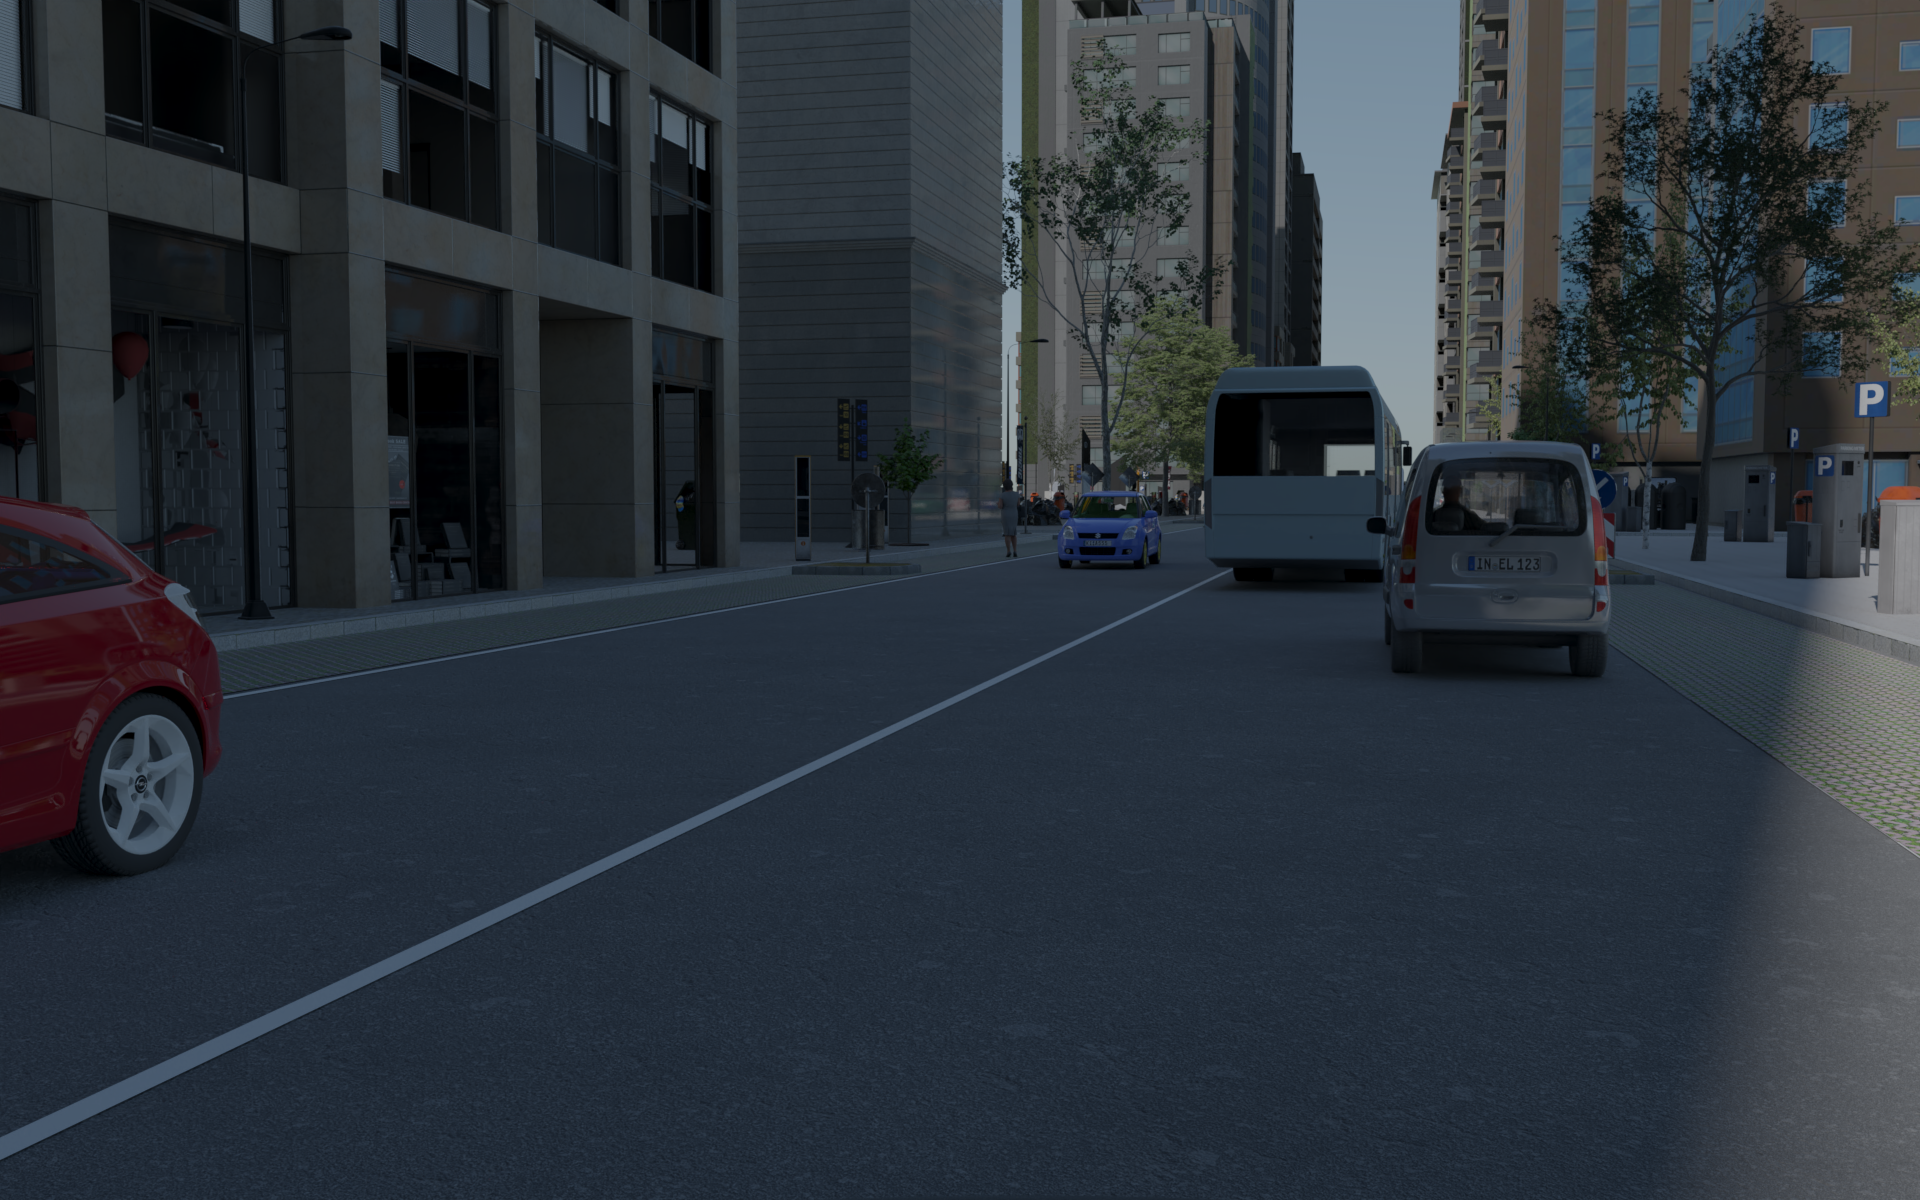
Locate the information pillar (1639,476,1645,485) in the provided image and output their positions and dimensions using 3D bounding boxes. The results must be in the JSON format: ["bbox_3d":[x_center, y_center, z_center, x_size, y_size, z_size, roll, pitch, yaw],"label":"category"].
[{"bbox_3d":[27.333,-3.956,69.174,0.304,2.012,0.304,-1,4,-19],"label":"information pillar"}]

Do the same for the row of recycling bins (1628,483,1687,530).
[{"bbox_3d":[24.401,-3.402,62.731,3.534,1.692,1.069,1,4,21],"label":"row of recycling bins"}]

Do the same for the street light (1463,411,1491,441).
[{"bbox_3d":[29.170,-7.626,97.223,1.470,5.913,1.316,1,4,14],"label":"street light"}]

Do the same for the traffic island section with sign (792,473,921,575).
[{"bbox_3d":[-1.780,-1.386,31.290,1.989,1.847,2.006,1,4,14],"label":"traffic island section with sign"}]

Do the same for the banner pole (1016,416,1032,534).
[{"bbox_3d":[2.001,-4.007,55.539,0.401,3.779,0.863,2,4,30],"label":"banner pole"}]

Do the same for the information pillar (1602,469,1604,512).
[{"bbox_3d":[18.460,-2.789,50.095,0.304,2.012,0.304,2,4,28],"label":"information pillar"}]

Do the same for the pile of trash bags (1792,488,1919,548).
[{"bbox_3d":[21.789,-1.936,41.408,3.447,1.369,1.912,1,4,23],"label":"pile of trash bags"}]

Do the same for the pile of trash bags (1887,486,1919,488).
[{"bbox_3d":[11.897,-0.647,20.329,3.447,1.369,1.912,-2,4,-31],"label":"pile of trash bags"}]

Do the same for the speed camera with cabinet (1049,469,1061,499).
[{"bbox_3d":[7.043,-8.158,127.716,0.660,3.252,2.038,1,4,13],"label":"speed camera with cabinet"}]

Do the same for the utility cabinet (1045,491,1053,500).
[{"bbox_3d":[6.858,-7.384,129.407,0.318,1.500,1.173,-3,5,-44],"label":"utility cabinet"}]

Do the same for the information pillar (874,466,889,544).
[{"bbox_3d":[-2.032,-2.464,44.770,0.304,2.012,0.304,-2,4,-25],"label":"information pillar"}]

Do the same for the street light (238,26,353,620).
[{"bbox_3d":[-6.708,-2.749,17.483,1.470,5.913,1.316,1,4,14],"label":"street light"}]

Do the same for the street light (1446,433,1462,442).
[{"bbox_3d":[39.336,-10.114,137.907,1.470,5.913,1.316,1,4,14],"label":"street light"}]

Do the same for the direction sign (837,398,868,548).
[{"bbox_3d":[-2.558,-3.017,41.327,0.876,3.537,0.379,-3,5,-41],"label":"direction sign"}]

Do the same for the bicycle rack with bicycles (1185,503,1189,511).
[{"bbox_3d":[17.410,-7.080,129.146,2.925,0.926,2.852,0,4,-3],"label":"bicycle rack with bicycles"}]

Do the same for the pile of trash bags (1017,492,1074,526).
[{"bbox_3d":[3.395,-3.768,71.352,1.912,1.369,3.447,2,4,31],"label":"pile of trash bags"}]

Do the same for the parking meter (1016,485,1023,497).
[{"bbox_3d":[3.696,-6.235,107.645,0.399,1.863,0.255,-1,4,-13],"label":"parking meter"}]

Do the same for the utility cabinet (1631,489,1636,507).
[{"bbox_3d":[28.931,-4.041,74.749,1.173,1.500,0.318,2,4,34],"label":"utility cabinet"}]

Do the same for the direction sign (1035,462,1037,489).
[{"bbox_3d":[5.411,-8.028,123.253,0.379,3.537,0.876,0,4,6],"label":"direction sign"}]

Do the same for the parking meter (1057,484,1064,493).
[{"bbox_3d":[6.038,-5.998,103.774,0.399,1.863,0.255,-1,4,-22],"label":"parking meter"}]

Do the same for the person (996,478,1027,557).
[{"bbox_3d":[1.161,-1.848,39.076,0.716,1.782,0.532,-1,4,-20],"label":"person"}]

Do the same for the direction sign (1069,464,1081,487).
[{"bbox_3d":[8.628,-8.434,129.885,0.876,3.537,0.379,0,4,7],"label":"direction sign"}]

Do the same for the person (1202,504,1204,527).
[{"bbox_3d":[10.693,-4.025,74.174,0.638,1.841,0.748,-2,4,-32],"label":"person"}]

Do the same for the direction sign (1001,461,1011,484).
[{"bbox_3d":[3.104,-7.748,118.676,0.379,3.537,0.876,2,4,33],"label":"direction sign"}]

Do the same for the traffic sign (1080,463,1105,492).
[{"bbox_3d":[4.216,-3.153,55.191,0.795,2.450,0.064,1,4,14],"label":"traffic sign"}]

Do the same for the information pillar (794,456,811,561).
[{"bbox_3d":[-3.014,-1.757,33.221,0.304,2.012,0.304,0,4,-7],"label":"information pillar"}]

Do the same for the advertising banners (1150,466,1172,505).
[{"bbox_3d":[12.459,-6.789,107.190,2.074,3.025,0.090,-3,5,-45],"label":"advertising banners"}]

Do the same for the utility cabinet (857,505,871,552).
[{"bbox_3d":[-2.164,-1.692,38.831,0.306,1.237,1.020,0,4,-5],"label":"utility cabinet"}]

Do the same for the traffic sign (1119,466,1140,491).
[{"bbox_3d":[6.149,-3.627,62.940,0.795,2.450,0.064,1,4,14],"label":"traffic sign"}]

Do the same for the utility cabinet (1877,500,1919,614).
[{"bbox_3d":[10.426,-0.454,18.584,1.020,1.237,0.306,0,4,-5],"label":"utility cabinet"}]

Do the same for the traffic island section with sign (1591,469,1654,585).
[{"bbox_3d":[10.169,-1.204,28.310,1.989,1.847,2.006,1,4,14],"label":"traffic island section with sign"}]

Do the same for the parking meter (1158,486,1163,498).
[{"bbox_3d":[14.673,-7.399,126.687,0.399,1.863,0.255,1,4,18],"label":"parking meter"}]

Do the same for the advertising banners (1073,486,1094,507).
[{"bbox_3d":[8.181,-7.216,114.161,0.090,3.025,2.074,-3,5,-41],"label":"advertising banners"}]

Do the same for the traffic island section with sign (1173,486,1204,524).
[{"bbox_3d":[11.487,-4.637,84.447,1.989,1.847,2.006,1,4,14],"label":"traffic island section with sign"}]

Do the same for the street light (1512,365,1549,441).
[{"bbox_3d":[20.600,-5.503,62.511,1.470,5.913,1.316,1,4,14],"label":"street light"}]

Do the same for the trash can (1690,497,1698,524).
[{"bbox_3d":[31.587,-3.813,74.002,0.748,1.137,0.748,0,3,0],"label":"trash can"}]

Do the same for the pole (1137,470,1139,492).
[{"bbox_3d":[12.232,-7.659,119.069,0.158,3.312,0.155,0,3,0],"label":"pole"}]

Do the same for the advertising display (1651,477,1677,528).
[{"bbox_3d":[26.298,-3.648,64.851,0.974,1.923,0.123,2,4,29],"label":"advertising display"}]

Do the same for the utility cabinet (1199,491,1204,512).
[{"bbox_3d":[17.805,-7.139,125.401,0.318,1.500,1.173,-3,5,-39],"label":"utility cabinet"}]

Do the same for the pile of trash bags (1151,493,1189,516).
[{"bbox_3d":[12.656,-5.699,102.924,1.912,1.369,3.447,2,4,34],"label":"pile of trash bags"}]

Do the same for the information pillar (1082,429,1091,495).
[{"bbox_3d":[4.556,-4.364,62.712,0.183,3.616,0.504,2,4,35],"label":"information pillar"}]

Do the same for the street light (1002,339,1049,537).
[{"bbox_3d":[1.970,-4.861,52.021,1.470,5.913,1.316,1,4,14],"label":"street light"}]

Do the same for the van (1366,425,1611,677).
[{"bbox_3d":[4.570,-0.493,15.072,2.013,2.044,4.112,1,4,13],"label":"van"}]
